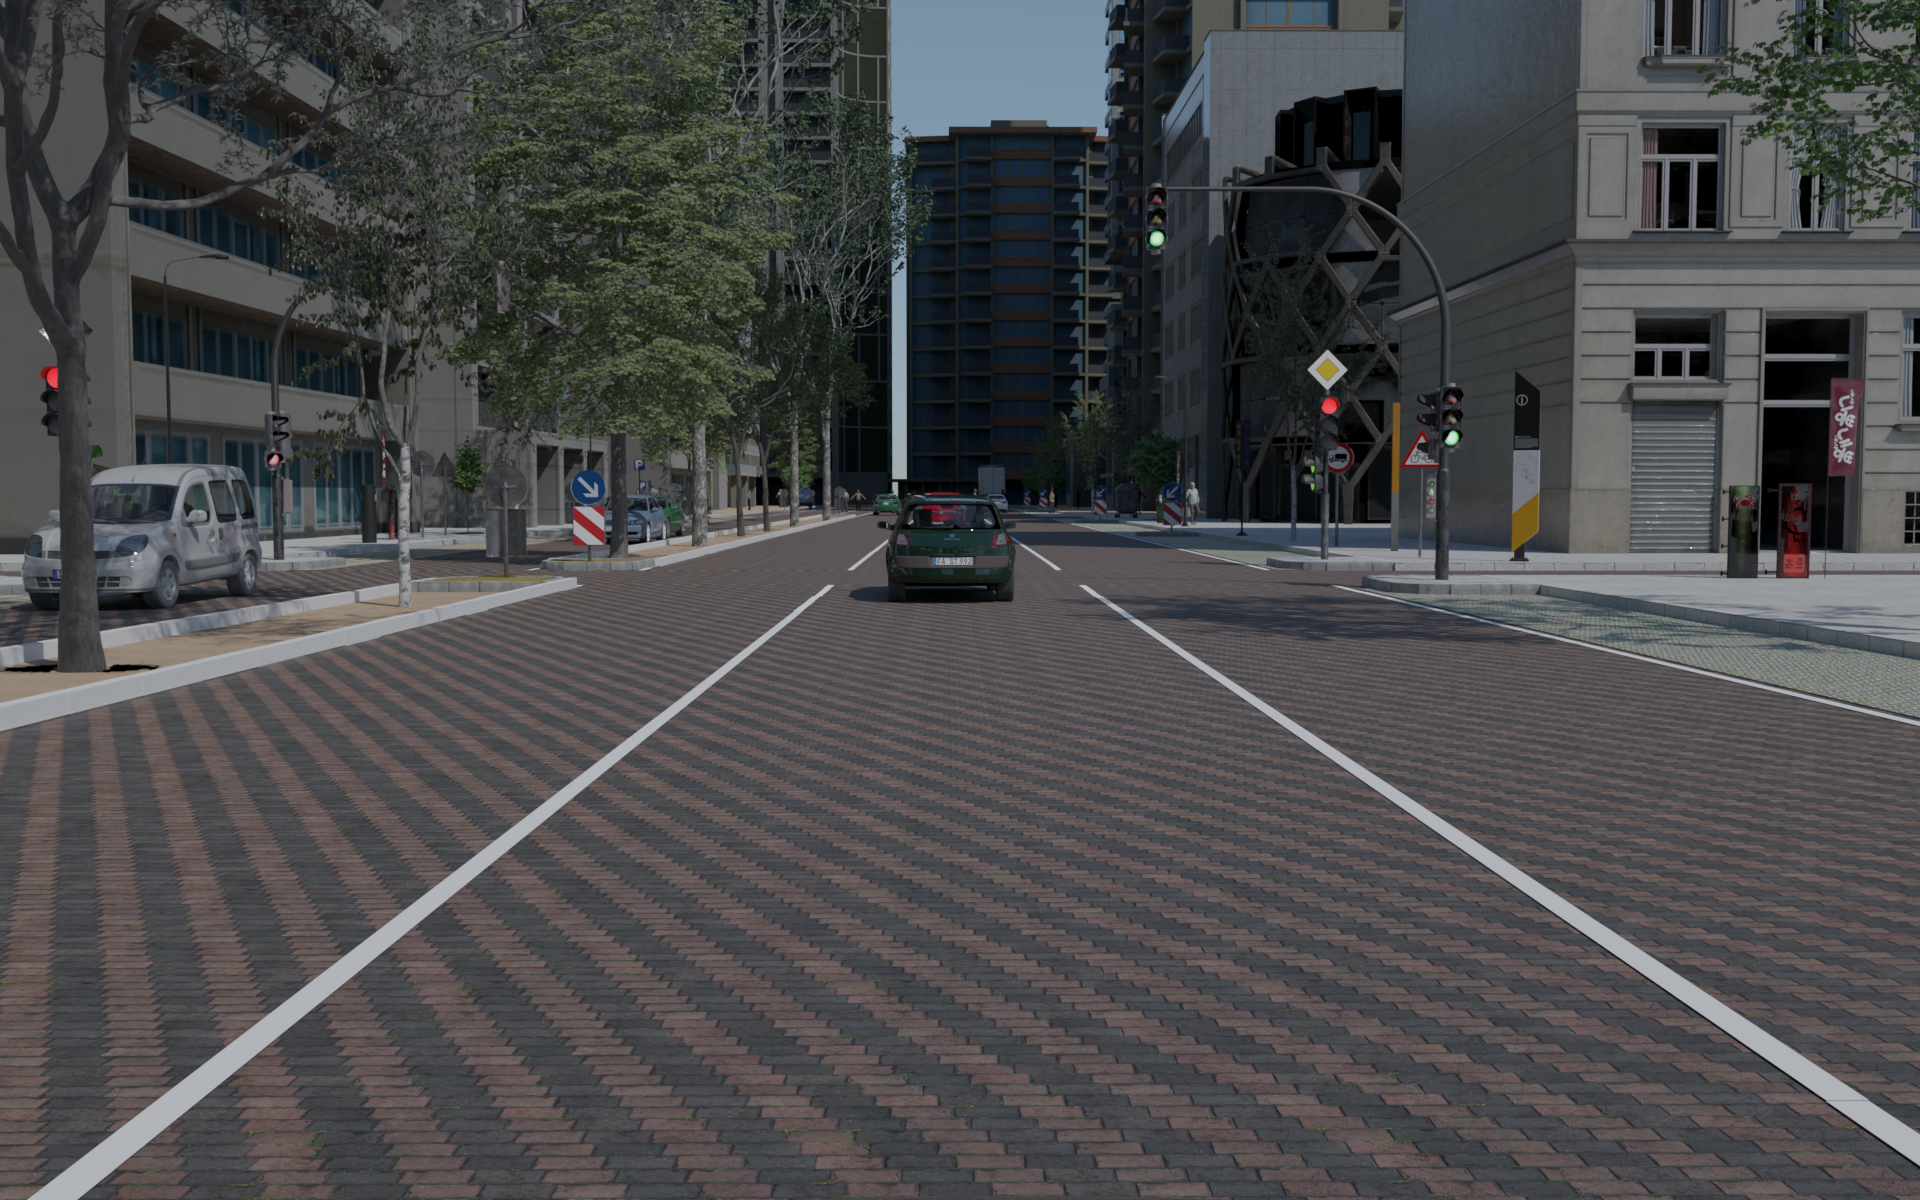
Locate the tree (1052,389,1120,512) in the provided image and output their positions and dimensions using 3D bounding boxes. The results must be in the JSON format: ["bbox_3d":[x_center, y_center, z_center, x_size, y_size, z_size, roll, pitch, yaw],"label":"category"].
[{"bbox_3d":[9.002,-10.419,120.708,4.737,8.622,4.395,0,3,0],"label":"tree"}]

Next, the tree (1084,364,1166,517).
[{"bbox_3d":[9.418,-8.984,97.251,4.360,8.622,3.978,0,3,0],"label":"tree"}]

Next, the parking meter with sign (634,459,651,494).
[{"bbox_3d":[-15.928,-5.596,87.758,0.543,3.016,1.738,1,4,11],"label":"parking meter with sign"}]

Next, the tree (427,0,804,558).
[{"bbox_3d":[-7.158,-7.050,35.849,7.486,12.596,7.792,0,3,0],"label":"tree"}]

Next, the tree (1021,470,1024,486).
[{"bbox_3d":[8.065,-12.356,185.738,4.285,4.588,4.351,0,3,0],"label":"tree"}]

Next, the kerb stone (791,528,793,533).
[{"bbox_3d":[-6.218,-2.467,62.535,0.120,0.150,1.000,0,4,0],"label":"kerb stone"}]

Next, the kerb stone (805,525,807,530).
[{"bbox_3d":[-6.266,-2.840,68.678,0.120,0.150,1.000,0,4,0],"label":"kerb stone"}]

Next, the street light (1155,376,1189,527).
[{"bbox_3d":[8.363,-5.860,68.347,1.470,5.913,1.316,0,4,0],"label":"street light"}]

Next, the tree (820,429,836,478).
[{"bbox_3d":[-17.255,-16.393,186.157,7.486,12.596,7.792,0,3,0],"label":"tree"}]

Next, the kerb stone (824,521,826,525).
[{"bbox_3d":[-6.336,-3.470,78.930,0.120,0.150,1.000,0,4,0],"label":"kerb stone"}]

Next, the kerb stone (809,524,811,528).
[{"bbox_3d":[-6.286,-2.966,70.722,0.120,0.150,1.000,0,4,0],"label":"kerb stone"}]

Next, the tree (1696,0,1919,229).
[{"bbox_3d":[10.370,-5.453,14.905,9.928,11.665,9.643,0,3,0],"label":"tree"}]

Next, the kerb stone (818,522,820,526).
[{"bbox_3d":[-6.322,-3.282,75.859,0.120,0.150,1.000,0,4,0],"label":"kerb stone"}]

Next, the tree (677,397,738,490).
[{"bbox_3d":[-15.976,-9.686,108.736,4.737,8.622,4.395,0,3,0],"label":"tree"}]

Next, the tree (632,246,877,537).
[{"bbox_3d":[-7.318,-7.890,65.878,8.767,10.594,7.601,0,4,0],"label":"tree"}]

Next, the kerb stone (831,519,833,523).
[{"bbox_3d":[-6.390,-3.784,84.068,0.120,0.150,1.000,0,4,0],"label":"kerb stone"}]

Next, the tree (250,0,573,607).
[{"bbox_3d":[-7.015,-4.220,21.820,4.360,8.622,3.978,0,3,0],"label":"tree"}]

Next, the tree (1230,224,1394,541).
[{"bbox_3d":[9.338,-5.932,47.349,4.360,8.622,3.978,0,3,0],"label":"tree"}]

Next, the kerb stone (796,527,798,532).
[{"bbox_3d":[-6.230,-2.593,64.589,0.120,0.150,1.000,0,4,0],"label":"kerb stone"}]

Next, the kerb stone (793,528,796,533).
[{"bbox_3d":[-6.223,-2.528,63.564,0.120,0.150,1.000,0,4,0],"label":"kerb stone"}]

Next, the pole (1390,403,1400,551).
[{"bbox_3d":[9.753,-2.750,38.805,0.158,3.312,0.155,0,3,0],"label":"pole"}]

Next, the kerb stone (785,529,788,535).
[{"bbox_3d":[-6.200,-2.341,60.490,0.120,0.150,1.000,0,4,0],"label":"kerb stone"}]

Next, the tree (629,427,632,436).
[{"bbox_3d":[-15.556,-10.173,100.735,7.601,10.594,8.767,-2,4,-24],"label":"tree"}]

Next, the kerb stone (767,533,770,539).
[{"bbox_3d":[-6.157,-1.962,54.344,0.120,0.150,1.000,0,4,0],"label":"kerb stone"}]

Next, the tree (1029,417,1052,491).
[{"bbox_3d":[8.318,-12.648,157.157,4.737,8.622,4.395,0,3,0],"label":"tree"}]

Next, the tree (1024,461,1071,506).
[{"bbox_3d":[9.358,-11.591,173.230,4.285,4.588,4.351,0,3,0],"label":"tree"}]

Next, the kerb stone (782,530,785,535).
[{"bbox_3d":[-6.199,-2.278,59.465,0.120,0.150,1.000,0,4,0],"label":"kerb stone"}]

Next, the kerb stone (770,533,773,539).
[{"bbox_3d":[-6.162,-2.027,55.367,0.120,0.150,1.000,0,4,0],"label":"kerb stone"}]

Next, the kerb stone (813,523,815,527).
[{"bbox_3d":[-6.295,-3.094,72.785,0.120,0.150,1.000,0,4,0],"label":"kerb stone"}]

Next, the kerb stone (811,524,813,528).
[{"bbox_3d":[-6.289,-3.031,71.759,0.120,0.150,1.000,0,4,0],"label":"kerb stone"}]

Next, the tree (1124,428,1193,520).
[{"bbox_3d":[9.840,-6.259,86.041,4.285,4.588,4.351,0,3,0],"label":"tree"}]

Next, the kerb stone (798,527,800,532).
[{"bbox_3d":[-6.241,-2.655,65.611,0.120,0.150,1.000,0,4,0],"label":"kerb stone"}]

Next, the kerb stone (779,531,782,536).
[{"bbox_3d":[-6.188,-2.216,58.435,0.120,0.150,1.000,0,4,0],"label":"kerb stone"}]

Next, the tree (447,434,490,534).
[{"bbox_3d":[-15.767,-3.749,55.898,1.663,3.219,1.824,0,3,0],"label":"tree"}]

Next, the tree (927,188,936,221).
[{"bbox_3d":[-8.003,-14.074,88.455,12.611,20.169,13.585,0,3,0],"label":"tree"}]

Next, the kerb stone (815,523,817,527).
[{"bbox_3d":[-6.304,-3.151,73.808,0.120,0.150,1.000,0,4,0],"label":"kerb stone"}]

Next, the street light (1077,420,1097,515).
[{"bbox_3d":[7.980,-8.300,108.253,1.470,5.913,1.316,0,4,0],"label":"street light"}]

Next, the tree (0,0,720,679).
[{"bbox_3d":[-7.046,-6.151,13.401,12.009,13.543,11.850,0,3,0],"label":"tree"}]

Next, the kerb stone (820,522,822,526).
[{"bbox_3d":[-6.326,-3.341,76.886,0.120,0.150,1.000,0,4,0],"label":"kerb stone"}]

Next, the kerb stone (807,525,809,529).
[{"bbox_3d":[-6.267,-2.901,69.700,0.120,0.150,1.000,0,4,0],"label":"kerb stone"}]

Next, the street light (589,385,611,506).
[{"bbox_3d":[-15.070,-6.156,73.189,1.470,5.913,1.316,0,4,0],"label":"street light"}]

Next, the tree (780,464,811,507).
[{"bbox_3d":[-16.674,-11.777,176.259,4.285,4.588,4.351,0,3,0],"label":"tree"}]

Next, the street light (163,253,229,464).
[{"bbox_3d":[-14.763,-3.728,33.491,1.470,5.913,1.316,0,4,0],"label":"street light"}]

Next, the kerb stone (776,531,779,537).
[{"bbox_3d":[-6.179,-2.144,57.413,0.120,0.150,1.000,0,4,0],"label":"kerb stone"}]

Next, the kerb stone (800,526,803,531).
[{"bbox_3d":[-6.239,-2.718,66.633,0.120,0.150,1.000,0,4,0],"label":"kerb stone"}]

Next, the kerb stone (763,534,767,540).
[{"bbox_3d":[-6.147,-1.903,53.322,0.120,0.150,1.000,0,4,0],"label":"kerb stone"}]

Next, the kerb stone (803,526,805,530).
[{"bbox_3d":[-6.252,-2.776,67.655,0.120,0.150,1.000,0,4,0],"label":"kerb stone"}]

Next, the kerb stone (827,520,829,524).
[{"bbox_3d":[-6.358,-3.592,80.987,0.120,0.150,1.000,0,4,0],"label":"kerb stone"}]

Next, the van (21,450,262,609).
[{"bbox_3d":[-10.750,-0.974,22.935,2.013,2.044,4.112,0,4,-1],"label":"van"}]

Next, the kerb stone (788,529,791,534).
[{"bbox_3d":[-6.208,-2.398,61.512,0.120,0.150,1.000,0,4,0],"label":"kerb stone"}]

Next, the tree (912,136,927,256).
[{"bbox_3d":[-8.442,-13.298,75.764,12.611,20.169,13.585,0,3,0],"label":"tree"}]

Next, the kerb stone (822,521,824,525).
[{"bbox_3d":[-6.333,-3.407,77.908,0.120,0.150,1.000,0,4,0],"label":"kerb stone"}]

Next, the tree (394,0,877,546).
[{"bbox_3d":[-8.322,-11.567,47.460,12.611,20.169,13.585,0,3,0],"label":"tree"}]

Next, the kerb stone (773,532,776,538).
[{"bbox_3d":[-6.167,-2.091,56.389,0.120,0.150,1.000,0,4,0],"label":"kerb stone"}]
